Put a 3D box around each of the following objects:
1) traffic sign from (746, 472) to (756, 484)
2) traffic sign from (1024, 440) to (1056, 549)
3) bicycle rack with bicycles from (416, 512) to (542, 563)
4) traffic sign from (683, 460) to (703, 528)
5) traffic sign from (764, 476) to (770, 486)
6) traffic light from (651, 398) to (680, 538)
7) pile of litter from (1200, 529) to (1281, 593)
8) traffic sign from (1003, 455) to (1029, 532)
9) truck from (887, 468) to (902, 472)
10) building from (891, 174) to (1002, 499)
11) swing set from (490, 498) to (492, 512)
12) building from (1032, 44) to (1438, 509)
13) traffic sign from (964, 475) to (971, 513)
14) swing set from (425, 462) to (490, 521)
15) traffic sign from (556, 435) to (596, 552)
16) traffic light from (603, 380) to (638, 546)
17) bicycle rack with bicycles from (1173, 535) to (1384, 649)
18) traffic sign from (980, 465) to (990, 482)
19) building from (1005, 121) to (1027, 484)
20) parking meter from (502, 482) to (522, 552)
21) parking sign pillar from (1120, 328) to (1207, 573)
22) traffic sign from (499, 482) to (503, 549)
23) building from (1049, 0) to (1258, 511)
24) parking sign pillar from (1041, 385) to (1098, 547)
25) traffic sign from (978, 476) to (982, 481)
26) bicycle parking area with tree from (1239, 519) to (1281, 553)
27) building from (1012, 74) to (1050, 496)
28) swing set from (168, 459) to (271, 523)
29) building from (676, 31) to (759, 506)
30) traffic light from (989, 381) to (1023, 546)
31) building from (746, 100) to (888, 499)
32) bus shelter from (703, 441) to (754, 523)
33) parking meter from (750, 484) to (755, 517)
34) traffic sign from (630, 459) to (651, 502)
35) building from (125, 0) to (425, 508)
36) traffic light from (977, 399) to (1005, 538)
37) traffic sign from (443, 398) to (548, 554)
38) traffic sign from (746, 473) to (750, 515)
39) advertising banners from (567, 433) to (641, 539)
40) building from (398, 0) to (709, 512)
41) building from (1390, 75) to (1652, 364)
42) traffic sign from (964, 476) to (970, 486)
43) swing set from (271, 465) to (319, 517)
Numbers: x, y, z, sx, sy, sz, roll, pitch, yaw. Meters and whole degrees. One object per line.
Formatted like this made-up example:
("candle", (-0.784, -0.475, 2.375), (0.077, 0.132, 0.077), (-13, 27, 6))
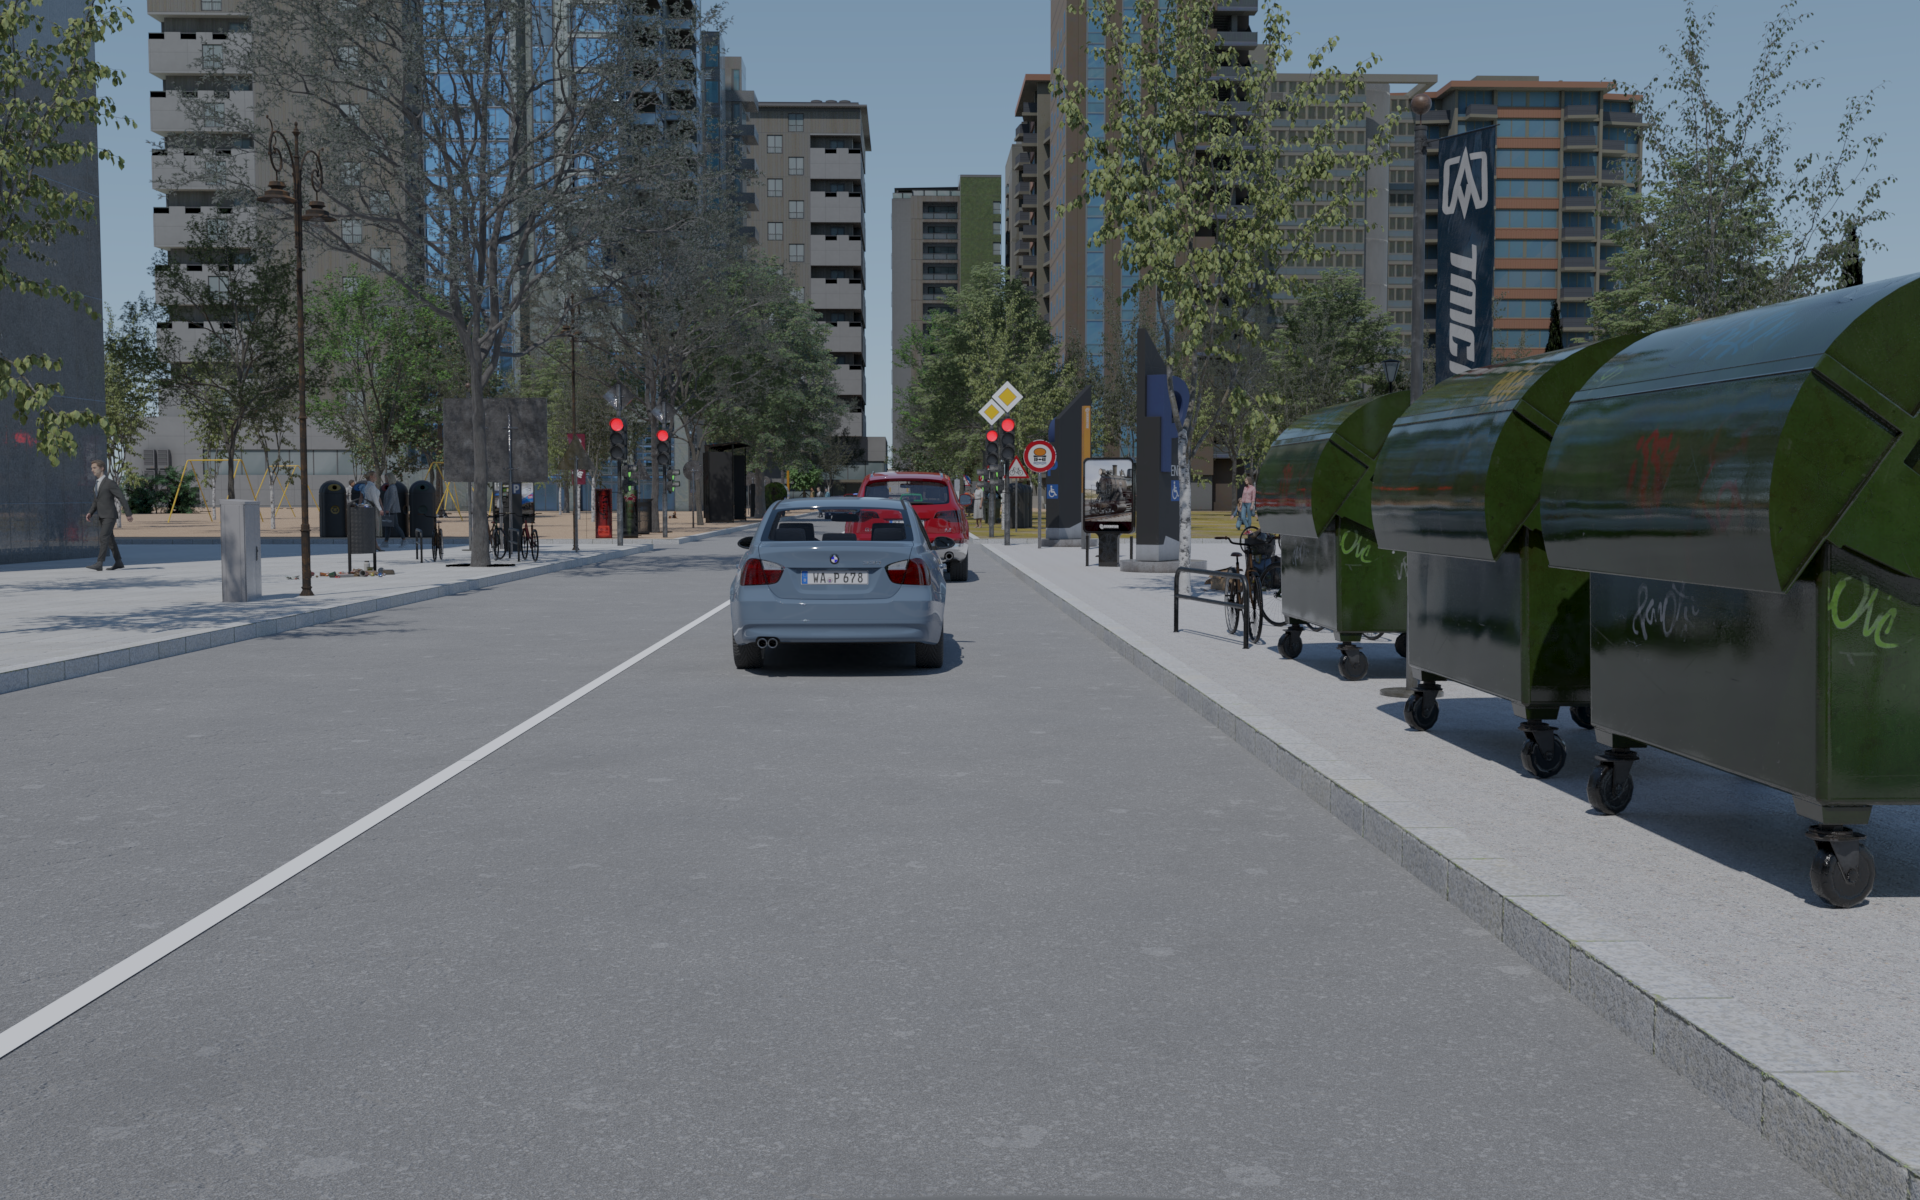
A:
("traffic sign", (-12.157, -6.208, 101.612), (0.768, 2.556, 0.104), (0, 4, 6))
("traffic sign", (1.872, -2.481, 40.672), (0.768, 2.556, 0.104), (0, 4, 1))
("bicycle rack with bicycles", (-9.426, -1.233, 33.547), (2.852, 0.926, 2.925), (-1, 4, -19))
("traffic sign", (-10.102, -4.001, 65.530), (0.768, 2.556, 0.104), (0, 4, 0))
("traffic sign", (-13.740, -7.458, 122.040), (0.768, 2.556, 0.104), (0, 3, 0))
("traffic light", (-8.644, -3.783, 50.770), (0.839, 4.253, 0.868), (0, 4, -2))
("pile of litter", (3.795, -0.573, 23.334), (1.719, 0.858, 1.176), (-3, 5, -42))
("traffic sign", (1.894, -3.564, 58.268), (0.884, 2.594, 0.081), (0, 4, 4))
("truck", (-6.759, -12.523, 193.671), (2.839, 4.237, 11.283), (0, 4, -1))
("building", (-1.878, -33.054, 224.020), (14.086, 41.232, 14.154), (0, 4, -2))
("swing set", (-29.761, -6.661, 106.525), (3.119, 2.851, 2.862), (0, 4, 3))
("building", (22.914, -28.260, 153.928), (32.217, 40.220, 23.993), (0, 4, -2))
("traffic sign", (0.344, -7.247, 118.593), (0.768, 2.556, 0.104), (0, 4, 2))
("swing set", (-25.230, -5.350, 85.088), (2.862, 2.851, 3.119), (1, 4, 8))
("traffic sign", (-8.426, -2.325, 38.016), (0.884, 2.594, 0.081), (0, 4, 2))
("traffic light", (-8.399, -3.295, 42.789), (0.839, 4.253, 0.868), (0, 4, -2))
("bicycle rack with bicycles", (3.147, -0.133, 15.552), (2.852, 0.926, 2.925), (-1, 4, -11))
("traffic sign", (1.285, -4.743, 77.556), (0.884, 2.594, 0.081), (0, 4, -1))
("building", (16.670, -37.009, 228.799), (21.600, 48.544, 21.300), (0, 4, -2))
("parking meter", (-10.005, -2.017, 38.697), (0.255, 1.863, 0.399), (2, 4, 34))
("parking sign pillar", (3.384, -2.460, 28.696), (1.447, 3.967, 1.447), (2, 4, 31))
("traffic sign", (-10.689, -2.458, 40.302), (0.768, 2.556, 0.104), (0, 4, 3))
("building", (14.419, -29.591, 133.922), (14.600, 45.320, 14.200), (0, 4, -2))
("parking sign pillar", (2.661, -3.299, 42.409), (1.447, 3.967, 1.447), (3, 5, 41))
("traffic sign", (1.436, -6.066, 99.282), (0.768, 2.556, 0.104), (0, 4, 6))
("bicycle parking area with tree", (10.927, -2.942, 35.109), (9.016, 4.147, 8.231), (-2, 4, -24))
("building", (16.987, -32.133, 180.001), (22.147, 44.769, 28.867), (0, 4, -2))
("swing set", (-33.648, -4.947, 78.498), (3.119, 2.851, 2.862), (1, 4, 17))
("building", (-36.512, -34.277, 180.030), (30.456, 49.044, 23.786), (0, 4, -2))
("traffic light", (1.157, -3.314, 43.097), (0.839, 4.253, 0.868), (0, 4, -2))
("building", (-23.627, -39.296, 231.725), (27.495, 52.752, 28.713), (0, 4, -2))
("bus shelter", (-10.637, -5.418, 79.874), (1.731, 3.624, 6.357), (0, 4, -2))
("parking meter", (-11.648, -5.601, 97.281), (0.255, 1.863, 0.399), (-1, 4, -16))
("traffic sign", (-11.925, -3.940, 64.423), (0.884, 2.594, 0.081), (0, 4, -1))
("building", (-66.008, -35.981, 177.524), (27.495, 52.752, 28.713), (0, 4, -2))
("traffic light", (0.912, -3.802, 51.078), (0.839, 4.253, 0.868), (0, 4, -2))
("traffic sign", (-9.843, -2.619, 36.690), (2.265, 3.308, 0.079), (0, 4, 5))
("traffic sign", (-13.043, -6.529, 106.757), (0.884, 2.594, 0.081), (0, 4, 3))
("advertising banners", (-10.256, -3.287, 49.937), (2.074, 3.025, 0.090), (-1, 4, -12))
("building", (-31.472, -50.551, 139.181), (22.319, 86.520, 31.000), (0, 4, -2))
("building", (57.597, -32.401, 184.377), (28.867, 44.769, 22.147), (0, 4, -2))
("traffic sign", (0.212, -6.798, 111.152), (0.884, 2.594, 0.081), (0, 4, -2))
("swing set", (-37.090, -5.951, 94.916), (3.119, 2.851, 2.862), (3, 5, 39))
